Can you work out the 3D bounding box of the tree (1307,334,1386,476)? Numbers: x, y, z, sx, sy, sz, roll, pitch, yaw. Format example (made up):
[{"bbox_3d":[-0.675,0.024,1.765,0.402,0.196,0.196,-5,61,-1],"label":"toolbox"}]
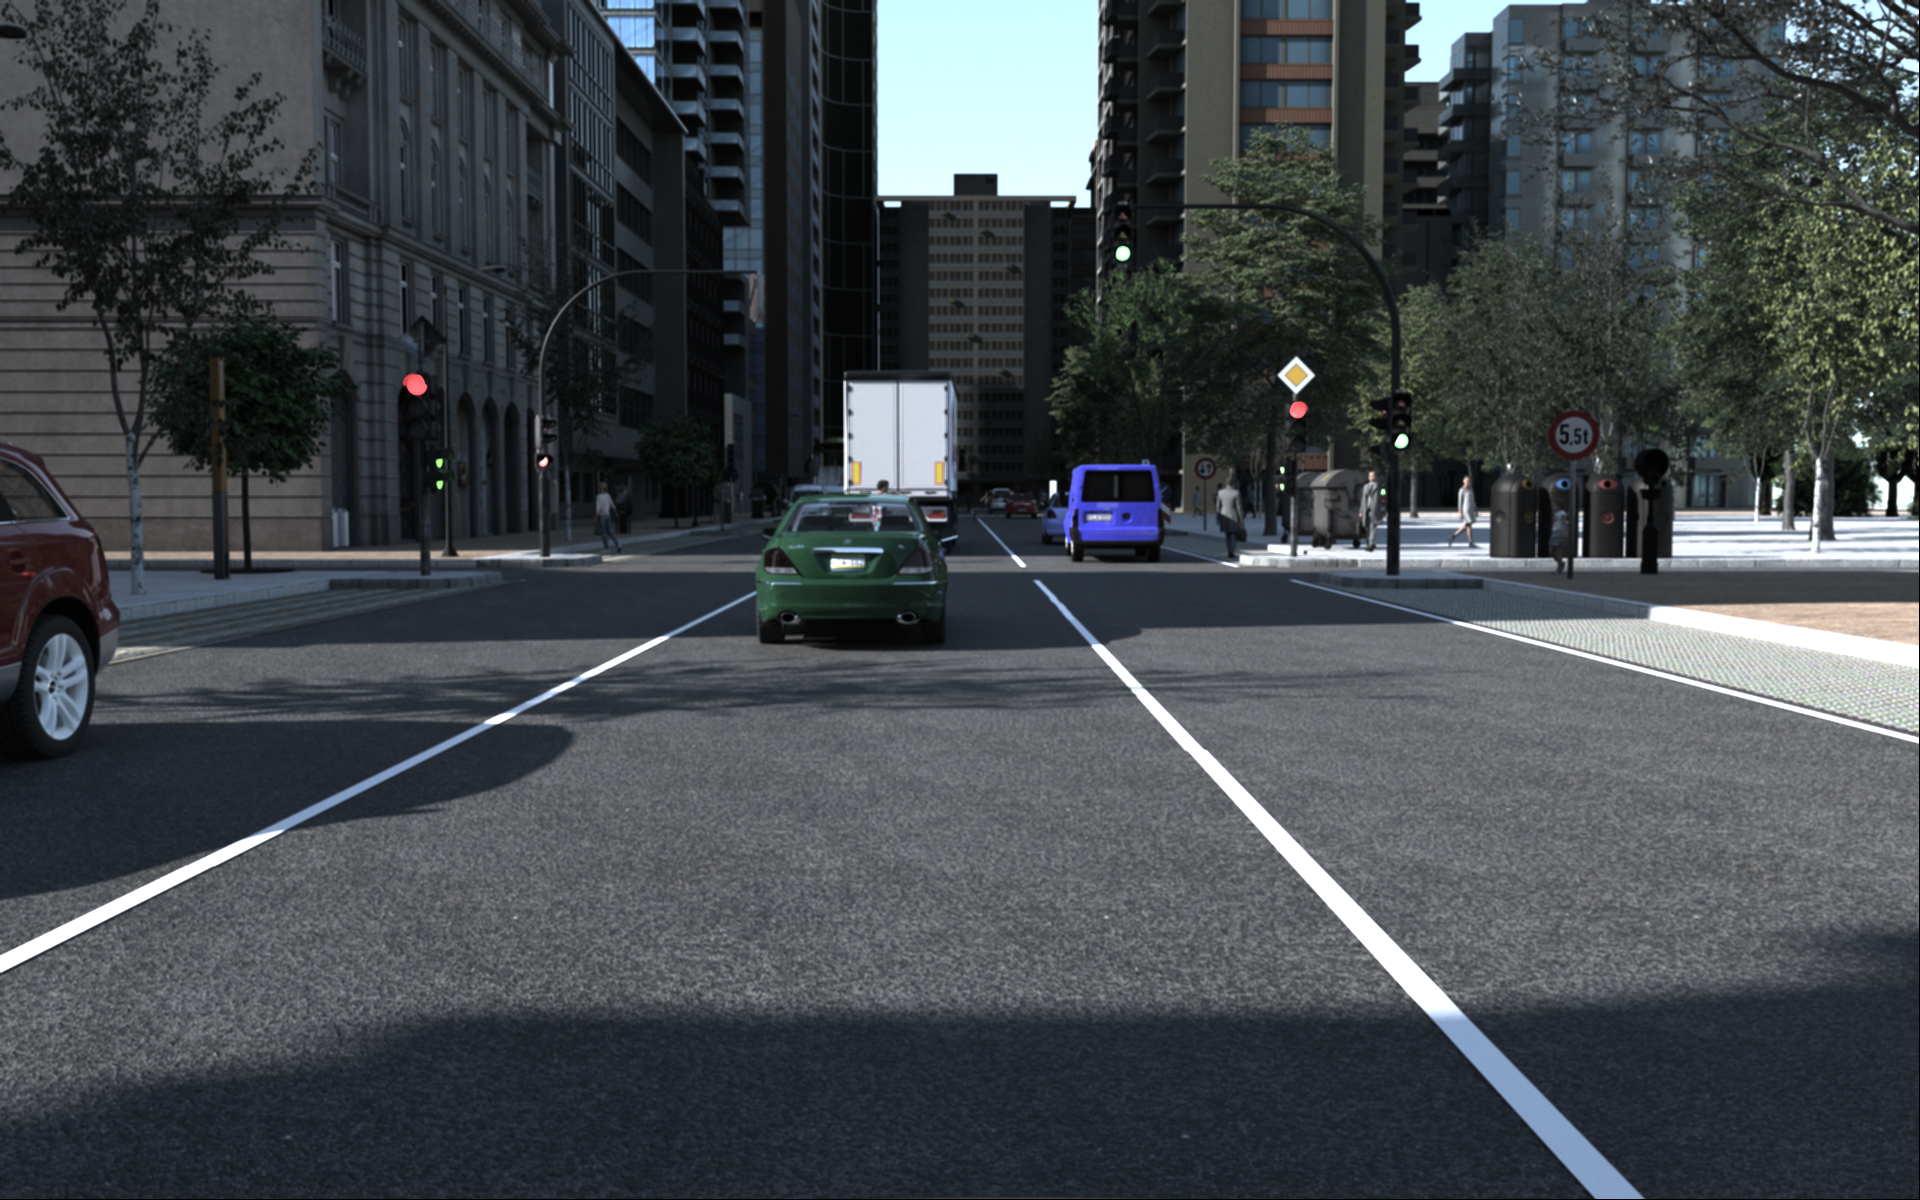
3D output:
[{"bbox_3d":[18.559,-7.777,77.509,4.360,8.622,3.978,0,3,0],"label":"tree"}]

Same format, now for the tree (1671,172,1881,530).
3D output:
[{"bbox_3d":[29.110,-8.757,61.308,7.486,12.596,7.792,0,3,0],"label":"tree"}]

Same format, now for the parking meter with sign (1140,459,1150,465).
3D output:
[{"bbox_3d":[9.174,-5.547,86.949,0.543,3.016,1.738,0,4,-3],"label":"parking meter with sign"}]

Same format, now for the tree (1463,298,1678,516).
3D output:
[{"bbox_3d":[34.465,-10.241,93.198,9.928,11.665,9.643,0,3,0],"label":"tree"}]

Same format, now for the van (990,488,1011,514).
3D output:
[{"bbox_3d":[3.013,-7.350,127.185,2.013,2.044,4.112,0,4,0],"label":"van"}]

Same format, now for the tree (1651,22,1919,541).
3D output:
[{"bbox_3d":[23.895,-8.634,47.828,9.857,13.997,8.962,0,3,0],"label":"tree"}]

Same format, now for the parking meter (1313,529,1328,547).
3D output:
[{"bbox_3d":[8.795,-2.066,42.184,0.372,1.533,0.369,0,3,0],"label":"parking meter"}]

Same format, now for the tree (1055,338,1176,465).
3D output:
[{"bbox_3d":[9.054,-10.224,101.567,7.601,10.594,8.767,0,4,-1],"label":"tree"}]

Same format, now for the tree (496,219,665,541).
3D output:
[{"bbox_3d":[-10.484,-5.913,47.045,4.360,8.622,3.978,0,3,0],"label":"tree"}]

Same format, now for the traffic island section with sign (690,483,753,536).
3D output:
[{"bbox_3d":[-8.233,-3.142,60.000,1.989,1.847,2.006,0,4,0],"label":"traffic island section with sign"}]

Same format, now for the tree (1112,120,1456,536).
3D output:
[{"bbox_3d":[10.003,-8.253,53.056,7.486,12.596,7.792,0,3,0],"label":"tree"}]

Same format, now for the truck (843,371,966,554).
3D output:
[{"bbox_3d":[-1.331,-3.428,44.960,2.839,4.237,11.283,0,4,1],"label":"truck"}]

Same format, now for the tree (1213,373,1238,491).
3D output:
[{"bbox_3d":[15.709,-8.477,88.969,4.360,8.622,3.978,0,3,0],"label":"tree"}]

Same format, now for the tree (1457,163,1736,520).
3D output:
[{"bbox_3d":[13.830,-5.355,37.914,4.360,8.622,3.978,0,3,0],"label":"tree"}]

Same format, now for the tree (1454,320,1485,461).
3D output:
[{"bbox_3d":[24.653,-10.722,93.425,7.486,12.596,7.792,0,3,0],"label":"tree"}]

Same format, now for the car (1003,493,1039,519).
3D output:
[{"bbox_3d":[3.605,-5.705,102.321,2.155,1.783,4.494,0,3,0],"label":"car"}]

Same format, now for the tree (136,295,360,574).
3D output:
[{"bbox_3d":[-11.678,-2.739,28.494,4.285,4.588,4.351,0,3,0],"label":"tree"}]

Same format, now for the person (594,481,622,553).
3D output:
[{"bbox_3d":[-8.481,-2.009,42.024,0.598,1.740,0.731,1,4,18],"label":"person"}]

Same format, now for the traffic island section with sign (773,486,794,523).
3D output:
[{"bbox_3d":[-8.314,-4.791,86.955,1.989,1.847,2.006,0,4,0],"label":"traffic island section with sign"}]

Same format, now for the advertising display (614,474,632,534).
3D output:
[{"bbox_3d":[-10.943,-3.119,56.211,0.123,1.923,0.974,-3,5,-40],"label":"advertising display"}]

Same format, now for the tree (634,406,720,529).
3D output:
[{"bbox_3d":[-10.602,-4.972,65.009,4.285,4.588,4.351,0,3,0],"label":"tree"}]

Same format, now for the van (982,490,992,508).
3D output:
[{"bbox_3d":[3.397,-10.948,186.018,2.013,2.044,4.112,0,4,-1],"label":"van"}]

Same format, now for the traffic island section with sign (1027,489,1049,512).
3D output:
[{"bbox_3d":[6.580,-7.863,137.180,1.989,1.847,2.006,0,4,0],"label":"traffic island section with sign"}]

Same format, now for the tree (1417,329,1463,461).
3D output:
[{"bbox_3d":[30.528,-10.846,103.089,9.928,11.665,9.643,0,3,0],"label":"tree"}]

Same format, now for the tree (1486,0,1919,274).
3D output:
[{"bbox_3d":[10.065,-6.455,15.910,12.009,13.543,11.850,0,3,0],"label":"tree"}]

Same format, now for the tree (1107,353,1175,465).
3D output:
[{"bbox_3d":[9.654,-8.608,91.101,4.737,8.622,4.395,0,3,0],"label":"tree"}]

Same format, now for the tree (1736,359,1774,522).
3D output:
[{"bbox_3d":[36.251,-7.845,78.628,4.360,8.622,3.978,0,3,0],"label":"tree"}]

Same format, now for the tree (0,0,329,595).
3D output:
[{"bbox_3d":[-10.323,-4.361,21.659,4.360,8.622,3.978,0,3,0],"label":"tree"}]

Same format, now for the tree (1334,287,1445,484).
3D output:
[{"bbox_3d":[15.519,-6.835,62.111,4.737,8.622,4.395,0,3,0],"label":"tree"}]

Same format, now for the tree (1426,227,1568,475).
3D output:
[{"bbox_3d":[26.811,-10.753,82.467,9.857,13.997,8.962,0,3,0],"label":"tree"}]

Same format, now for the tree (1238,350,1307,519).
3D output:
[{"bbox_3d":[16.273,-8.144,83.518,4.360,8.622,3.978,0,3,0],"label":"tree"}]

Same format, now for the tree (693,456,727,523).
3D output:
[{"bbox_3d":[-11.165,-5.011,76.524,1.663,3.219,1.824,0,3,0],"label":"tree"}]

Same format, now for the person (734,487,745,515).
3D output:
[{"bbox_3d":[-13.544,-6.095,106.531,0.643,1.720,0.563,3,4,38],"label":"person"}]

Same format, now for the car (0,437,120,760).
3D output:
[{"bbox_3d":[-5.859,0.048,7.888,2.281,1.827,5.304,0,4,-1],"label":"car"}]

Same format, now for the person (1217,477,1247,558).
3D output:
[{"bbox_3d":[6.098,-1.845,38.773,0.694,1.812,0.767,2,4,34],"label":"person"}]

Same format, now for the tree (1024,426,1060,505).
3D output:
[{"bbox_3d":[8.767,-14.551,188.274,4.737,8.622,4.395,0,3,0],"label":"tree"}]

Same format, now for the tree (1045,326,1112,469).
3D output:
[{"bbox_3d":[9.468,-12.055,115.231,7.486,12.596,7.792,0,3,0],"label":"tree"}]

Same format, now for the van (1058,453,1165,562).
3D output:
[{"bbox_3d":[3.334,-2.071,38.249,2.240,2.365,5.245,0,4,2],"label":"van"}]

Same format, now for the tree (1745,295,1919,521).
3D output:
[{"bbox_3d":[53.914,-12.206,101.394,18.604,14.587,13.155,-1,4,-21],"label":"tree"}]

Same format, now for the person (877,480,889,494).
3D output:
[{"bbox_3d":[-1.692,-1.626,35.928,0.643,1.720,0.563,-1,4,-16],"label":"person"}]

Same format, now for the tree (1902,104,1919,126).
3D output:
[{"bbox_3d":[14.272,-4.498,23.906,4.737,8.622,4.395,0,3,0],"label":"tree"}]

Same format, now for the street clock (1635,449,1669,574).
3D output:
[{"bbox_3d":[11.071,-1.419,27.764,0.471,2.002,0.358,-1,4,-11],"label":"street clock"}]

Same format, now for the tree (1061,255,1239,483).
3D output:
[{"bbox_3d":[8.652,-9.252,77.034,9.928,11.665,9.643,0,3,0],"label":"tree"}]

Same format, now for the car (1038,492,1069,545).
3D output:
[{"bbox_3d":[3.240,-2.481,50.155,1.945,1.707,3.694,0,4,1],"label":"car"}]

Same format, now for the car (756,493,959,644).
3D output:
[{"bbox_3d":[-1.062,-0.382,18.044,2.131,1.459,4.920,0,4,-1],"label":"car"}]

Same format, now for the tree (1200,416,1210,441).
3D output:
[{"bbox_3d":[16.903,-9.499,105.663,4.360,8.622,3.978,0,3,0],"label":"tree"}]

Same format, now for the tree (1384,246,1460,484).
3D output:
[{"bbox_3d":[14.162,-5.789,45.015,4.360,8.622,3.978,0,3,0],"label":"tree"}]

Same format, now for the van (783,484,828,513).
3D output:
[{"bbox_3d":[-6.025,-3.797,69.095,2.013,2.044,4.112,0,4,-2],"label":"van"}]

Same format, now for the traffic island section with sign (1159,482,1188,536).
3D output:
[{"bbox_3d":[6.776,-3.144,60.025,1.989,1.847,2.006,0,4,0],"label":"traffic island section with sign"}]

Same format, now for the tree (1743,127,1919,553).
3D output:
[{"bbox_3d":[18.788,-5.319,37.331,4.737,8.622,4.395,0,3,0],"label":"tree"}]

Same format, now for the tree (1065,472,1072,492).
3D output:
[{"bbox_3d":[9.490,-8.883,139.841,1.663,3.219,1.824,0,3,0],"label":"tree"}]

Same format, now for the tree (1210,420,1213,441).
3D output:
[{"bbox_3d":[16.698,-8.936,96.459,4.360,8.622,3.978,0,3,0],"label":"tree"}]
